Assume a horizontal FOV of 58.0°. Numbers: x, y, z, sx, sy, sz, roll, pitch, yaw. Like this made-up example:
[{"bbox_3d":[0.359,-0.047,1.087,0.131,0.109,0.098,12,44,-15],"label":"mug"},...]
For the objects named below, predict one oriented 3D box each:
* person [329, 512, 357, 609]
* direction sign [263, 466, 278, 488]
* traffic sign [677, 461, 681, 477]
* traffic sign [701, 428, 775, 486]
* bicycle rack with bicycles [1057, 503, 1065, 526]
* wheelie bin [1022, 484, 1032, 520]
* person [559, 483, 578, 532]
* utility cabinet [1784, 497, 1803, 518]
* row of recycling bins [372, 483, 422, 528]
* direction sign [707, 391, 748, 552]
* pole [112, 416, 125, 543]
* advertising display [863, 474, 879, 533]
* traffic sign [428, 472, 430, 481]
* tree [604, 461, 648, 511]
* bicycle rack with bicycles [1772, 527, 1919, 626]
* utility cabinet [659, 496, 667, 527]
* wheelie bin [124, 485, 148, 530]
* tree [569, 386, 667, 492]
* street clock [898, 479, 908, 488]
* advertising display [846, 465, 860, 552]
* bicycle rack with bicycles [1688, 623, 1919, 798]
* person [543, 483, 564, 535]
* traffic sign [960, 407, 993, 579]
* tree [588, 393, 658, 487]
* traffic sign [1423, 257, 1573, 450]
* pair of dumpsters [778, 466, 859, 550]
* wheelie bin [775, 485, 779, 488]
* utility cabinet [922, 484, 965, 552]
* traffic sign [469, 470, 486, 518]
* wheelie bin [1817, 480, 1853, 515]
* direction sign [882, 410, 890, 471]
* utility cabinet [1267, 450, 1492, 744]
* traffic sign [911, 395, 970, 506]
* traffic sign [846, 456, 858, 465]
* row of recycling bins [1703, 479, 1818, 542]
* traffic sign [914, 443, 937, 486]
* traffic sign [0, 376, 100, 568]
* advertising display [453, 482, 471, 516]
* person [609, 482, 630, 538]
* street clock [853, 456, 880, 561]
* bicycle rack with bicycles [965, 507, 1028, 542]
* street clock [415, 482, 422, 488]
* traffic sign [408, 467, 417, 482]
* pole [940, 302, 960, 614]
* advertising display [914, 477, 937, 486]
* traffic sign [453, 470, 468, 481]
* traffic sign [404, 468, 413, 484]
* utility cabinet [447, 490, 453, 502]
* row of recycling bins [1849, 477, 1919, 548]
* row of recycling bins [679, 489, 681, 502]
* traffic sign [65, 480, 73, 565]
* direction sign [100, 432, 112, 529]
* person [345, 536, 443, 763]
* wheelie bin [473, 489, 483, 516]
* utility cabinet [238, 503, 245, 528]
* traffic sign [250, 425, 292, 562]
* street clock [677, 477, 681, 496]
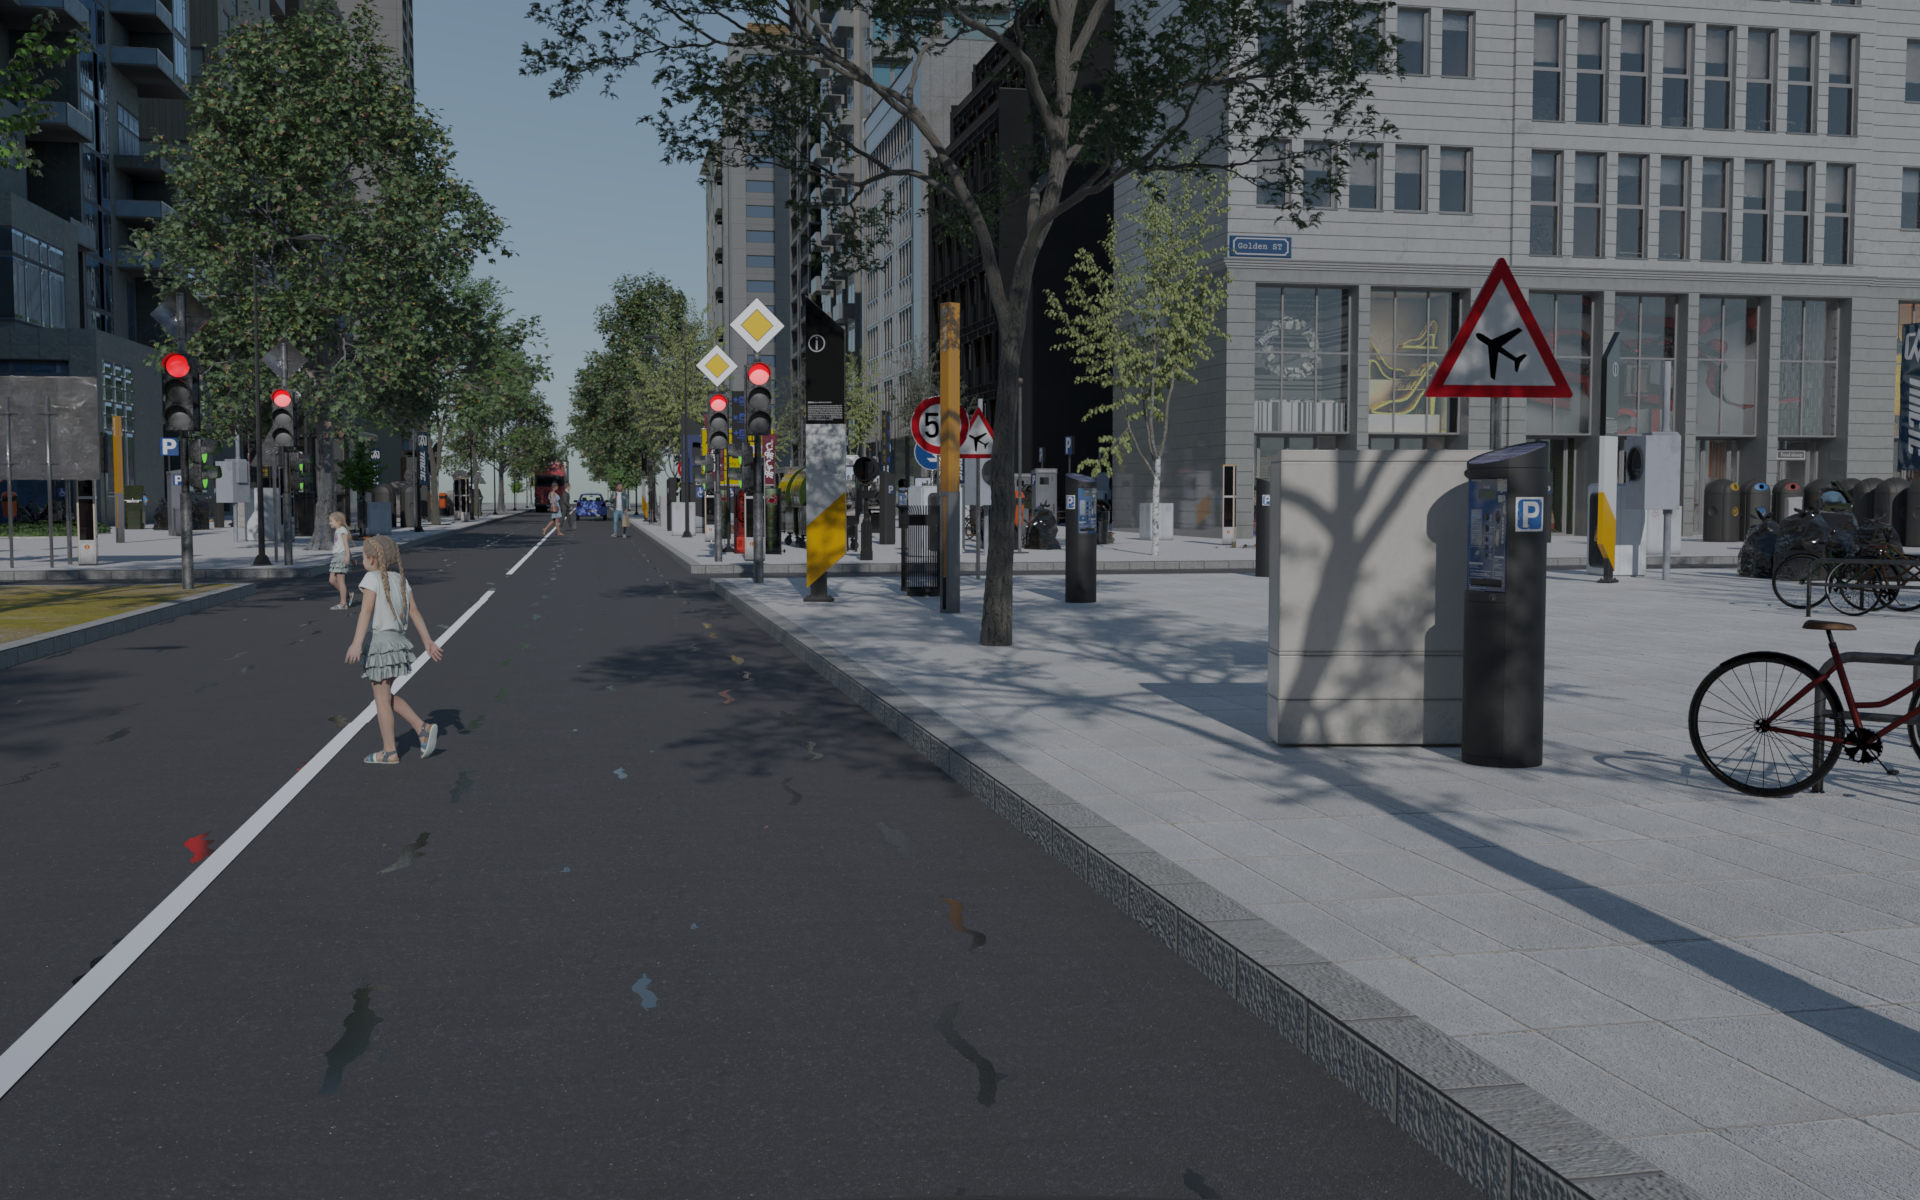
[{"bbox_3d":[-7.648,-0.493,21.572,0.382,1.210,0.505,-2,4,-35],"label":"person"},{"bbox_3d":[-33.364,-5.613,83.770,0.876,3.537,0.379,1,4,17],"label":"direction sign"},{"bbox_3d":[-9.681,-3.771,61.770,0.768,2.556,0.104,0,4,-5],"label":"traffic sign"},{"bbox_3d":[-6.818,-3.632,53.256,2.265,3.308,0.079,0,4,-7],"label":"traffic sign"},{"bbox_3d":[3.830,-3.406,69.077,2.925,0.926,2.852,-1,4,-18],"label":"bicycle rack with bicycles"},{"bbox_3d":[2.150,-2.871,54.843,0.693,1.594,0.980,1,4,21],"label":"wheelie bin"},{"bbox_3d":[-15.039,-3.553,66.372,0.755,1.850,0.659,-1,4,-12],"label":"person"},{"bbox_3d":[18.614,-1.686,38.730,0.306,1.237,1.020,1,4,22],"label":"utility cabinet"},{"bbox_3d":[-22.411,-3.628,66.434,3.534,1.692,1.069,0,4,3],"label":"row of recycling bins"},{"bbox_3d":[-5.104,-2.820,38.101,0.876,3.537,0.379,0,4,-1],"label":"direction sign"},{"bbox_3d":[-22.050,-3.152,45.385,0.158,3.312,0.155,0,3,0],"label":"pole"},{"bbox_3d":[-2.757,-3.152,56.751,0.974,1.923,0.123,3,4,36],"label":"advertising display"},{"bbox_3d":[-24.819,-4.830,81.101,0.606,2.300,0.079,-1,4,-9],"label":"traffic sign"},{"bbox_3d":[-25.851,-9.204,134.206,4.285,4.588,4.351,0,3,0],"label":"tree"},{"bbox_3d":[10.079,-0.301,18.297,2.925,0.926,2.852,3,5,45],"label":"bicycle rack with bicycles"},{"bbox_3d":[-11.618,-3.471,67.916,0.306,1.237,1.020,-1,4,-12],"label":"utility cabinet"},{"bbox_3d":[-29.956,-3.359,62.834,0.980,1.594,0.693,-1,4,-13],"label":"wheelie bin"},{"bbox_3d":[-31.293,-15.490,159.916,9.857,13.997,8.962,0,3,0],"label":"tree"},{"bbox_3d":[-2.695,-4.720,81.737,0.358,2.002,0.471,-3,4,-38],"label":"street clock"},{"bbox_3d":[-2.658,-2.044,38.634,0.974,1.923,0.123,2,4,35],"label":"advertising display"},{"bbox_3d":[4.961,0.372,7.305,2.925,0.926,2.852,3,5,42],"label":"bicycle rack with bicycles"},{"bbox_3d":[-13.999,-3.120,59.614,0.778,1.811,0.616,0,4,-2],"label":"person"},{"bbox_3d":[0.271,-1.589,25.980,0.884,2.594,0.081,-1,4,-10],"label":"traffic sign"},{"bbox_3d":[-39.110,-17.085,197.473,7.486,12.596,7.792,0,3,0],"label":"tree"},{"bbox_3d":[2.970,-0.589,9.627,0.884,2.594,0.081,-1,4,-11],"label":"traffic sign"},{"bbox_3d":[-3.362,-2.387,41.525,1.574,2.255,4.437,-1,4,-12],"label":"pair of dumpsters"},{"bbox_3d":[-6.542,-3.379,63.155,0.693,1.594,0.980,-3,4,-39],"label":"wheelie bin"},{"bbox_3d":[-0.377,-1.782,37.820,0.318,1.500,1.173,-3,4,-38],"label":"utility cabinet"},{"bbox_3d":[-25.496,-5.602,91.602,0.884,2.594,0.081,-1,4,-11],"label":"traffic sign"},{"bbox_3d":[20.113,-1.953,39.835,0.693,1.594,0.980,1,4,14],"label":"wheelie bin"},{"bbox_3d":[-2.019,-3.378,47.233,0.379,3.537,0.876,1,4,11],"label":"direction sign"},{"bbox_3d":[2.188,-0.011,8.854,1.173,1.500,0.318,0,4,-1],"label":"utility cabinet"},{"bbox_3d":[-0.260,-1.368,22.470,0.768,2.556,0.104,0,4,-5],"label":"traffic sign"},{"bbox_3d":[-2.983,-2.662,45.650,0.606,2.300,0.079,0,4,-3],"label":"traffic sign"},{"bbox_3d":[21.707,-2.403,46.407,3.534,1.692,1.069,0,4,-1],"label":"row of recycling bins"},{"bbox_3d":[-0.584,-2.225,36.491,0.768,2.556,0.104,0,4,-7],"label":"traffic sign"},{"bbox_3d":[-16.103,-2.207,29.956,2.265,3.308,0.079,-1,4,-10],"label":"traffic sign"},{"bbox_3d":[-26.461,-5.318,92.162,0.974,1.923,0.123,-2,4,-32],"label":"advertising display"},{"bbox_3d":[-11.057,-2.936,56.488,0.794,1.824,0.713,1,4,11],"label":"person"},{"bbox_3d":[-1.808,-1.766,33.450,0.471,2.002,0.358,1,4,22],"label":"street clock"},{"bbox_3d":[0.170,-2.080,47.395,2.925,0.926,2.852,1,4,23],"label":"bicycle rack with bicycles"},{"bbox_3d":[-26.051,-4.808,83.183,0.358,2.002,0.471,1,4,15],"label":"street clock"},{"bbox_3d":[-24.723,-4.834,79.043,0.884,2.594,0.081,0,4,-7],"label":"traffic sign"},{"bbox_3d":[-0.107,-1.513,18.586,0.158,3.312,0.155,0,3,0],"label":"pole"},{"bbox_3d":[-1.288,-3.639,64.710,0.974,1.923,0.123,3,4,36],"label":"advertising display"},{"bbox_3d":[-26.268,-5.561,91.026,0.768,2.556,0.104,0,4,-8],"label":"traffic sign"},{"bbox_3d":[-26.740,-5.167,84.584,0.768,2.556,0.104,0,4,-5],"label":"traffic sign"},{"bbox_3d":[-30.286,-5.820,103.831,1.173,1.500,0.318,2,4,35],"label":"utility cabinet"},{"bbox_3d":[23.018,-2.199,43.070,1.069,1.692,3.534,-1,4,-9],"label":"row of recycling bins"},{"bbox_3d":[-15.809,-5.928,104.042,1.069,1.692,3.534,1,4,16],"label":"row of recycling bins"},{"bbox_3d":[-16.184,-1.915,31.420,0.768,2.556,0.104,0,4,-5],"label":"traffic sign"},{"bbox_3d":[-31.367,-4.375,63.528,0.379,3.537,0.876,-1,4,-12],"label":"direction sign"},{"bbox_3d":[-3.018,0.266,9.167,0.382,1.210,0.505,1,4,17],"label":"person"},{"bbox_3d":[-29.001,-5.847,103.504,0.980,1.594,0.693,-3,5,-42],"label":"wheelie bin"},{"bbox_3d":[-26.534,-3.447,65.032,1.173,1.500,0.318,1,4,14],"label":"utility cabinet"},{"bbox_3d":[-12.853,-1.987,32.489,0.884,2.594,0.081,0,4,-4],"label":"traffic sign"},{"bbox_3d":[-12.273,-4.287,74.660,0.471,2.002,0.358,-3,5,-41],"label":"street clock"}]
